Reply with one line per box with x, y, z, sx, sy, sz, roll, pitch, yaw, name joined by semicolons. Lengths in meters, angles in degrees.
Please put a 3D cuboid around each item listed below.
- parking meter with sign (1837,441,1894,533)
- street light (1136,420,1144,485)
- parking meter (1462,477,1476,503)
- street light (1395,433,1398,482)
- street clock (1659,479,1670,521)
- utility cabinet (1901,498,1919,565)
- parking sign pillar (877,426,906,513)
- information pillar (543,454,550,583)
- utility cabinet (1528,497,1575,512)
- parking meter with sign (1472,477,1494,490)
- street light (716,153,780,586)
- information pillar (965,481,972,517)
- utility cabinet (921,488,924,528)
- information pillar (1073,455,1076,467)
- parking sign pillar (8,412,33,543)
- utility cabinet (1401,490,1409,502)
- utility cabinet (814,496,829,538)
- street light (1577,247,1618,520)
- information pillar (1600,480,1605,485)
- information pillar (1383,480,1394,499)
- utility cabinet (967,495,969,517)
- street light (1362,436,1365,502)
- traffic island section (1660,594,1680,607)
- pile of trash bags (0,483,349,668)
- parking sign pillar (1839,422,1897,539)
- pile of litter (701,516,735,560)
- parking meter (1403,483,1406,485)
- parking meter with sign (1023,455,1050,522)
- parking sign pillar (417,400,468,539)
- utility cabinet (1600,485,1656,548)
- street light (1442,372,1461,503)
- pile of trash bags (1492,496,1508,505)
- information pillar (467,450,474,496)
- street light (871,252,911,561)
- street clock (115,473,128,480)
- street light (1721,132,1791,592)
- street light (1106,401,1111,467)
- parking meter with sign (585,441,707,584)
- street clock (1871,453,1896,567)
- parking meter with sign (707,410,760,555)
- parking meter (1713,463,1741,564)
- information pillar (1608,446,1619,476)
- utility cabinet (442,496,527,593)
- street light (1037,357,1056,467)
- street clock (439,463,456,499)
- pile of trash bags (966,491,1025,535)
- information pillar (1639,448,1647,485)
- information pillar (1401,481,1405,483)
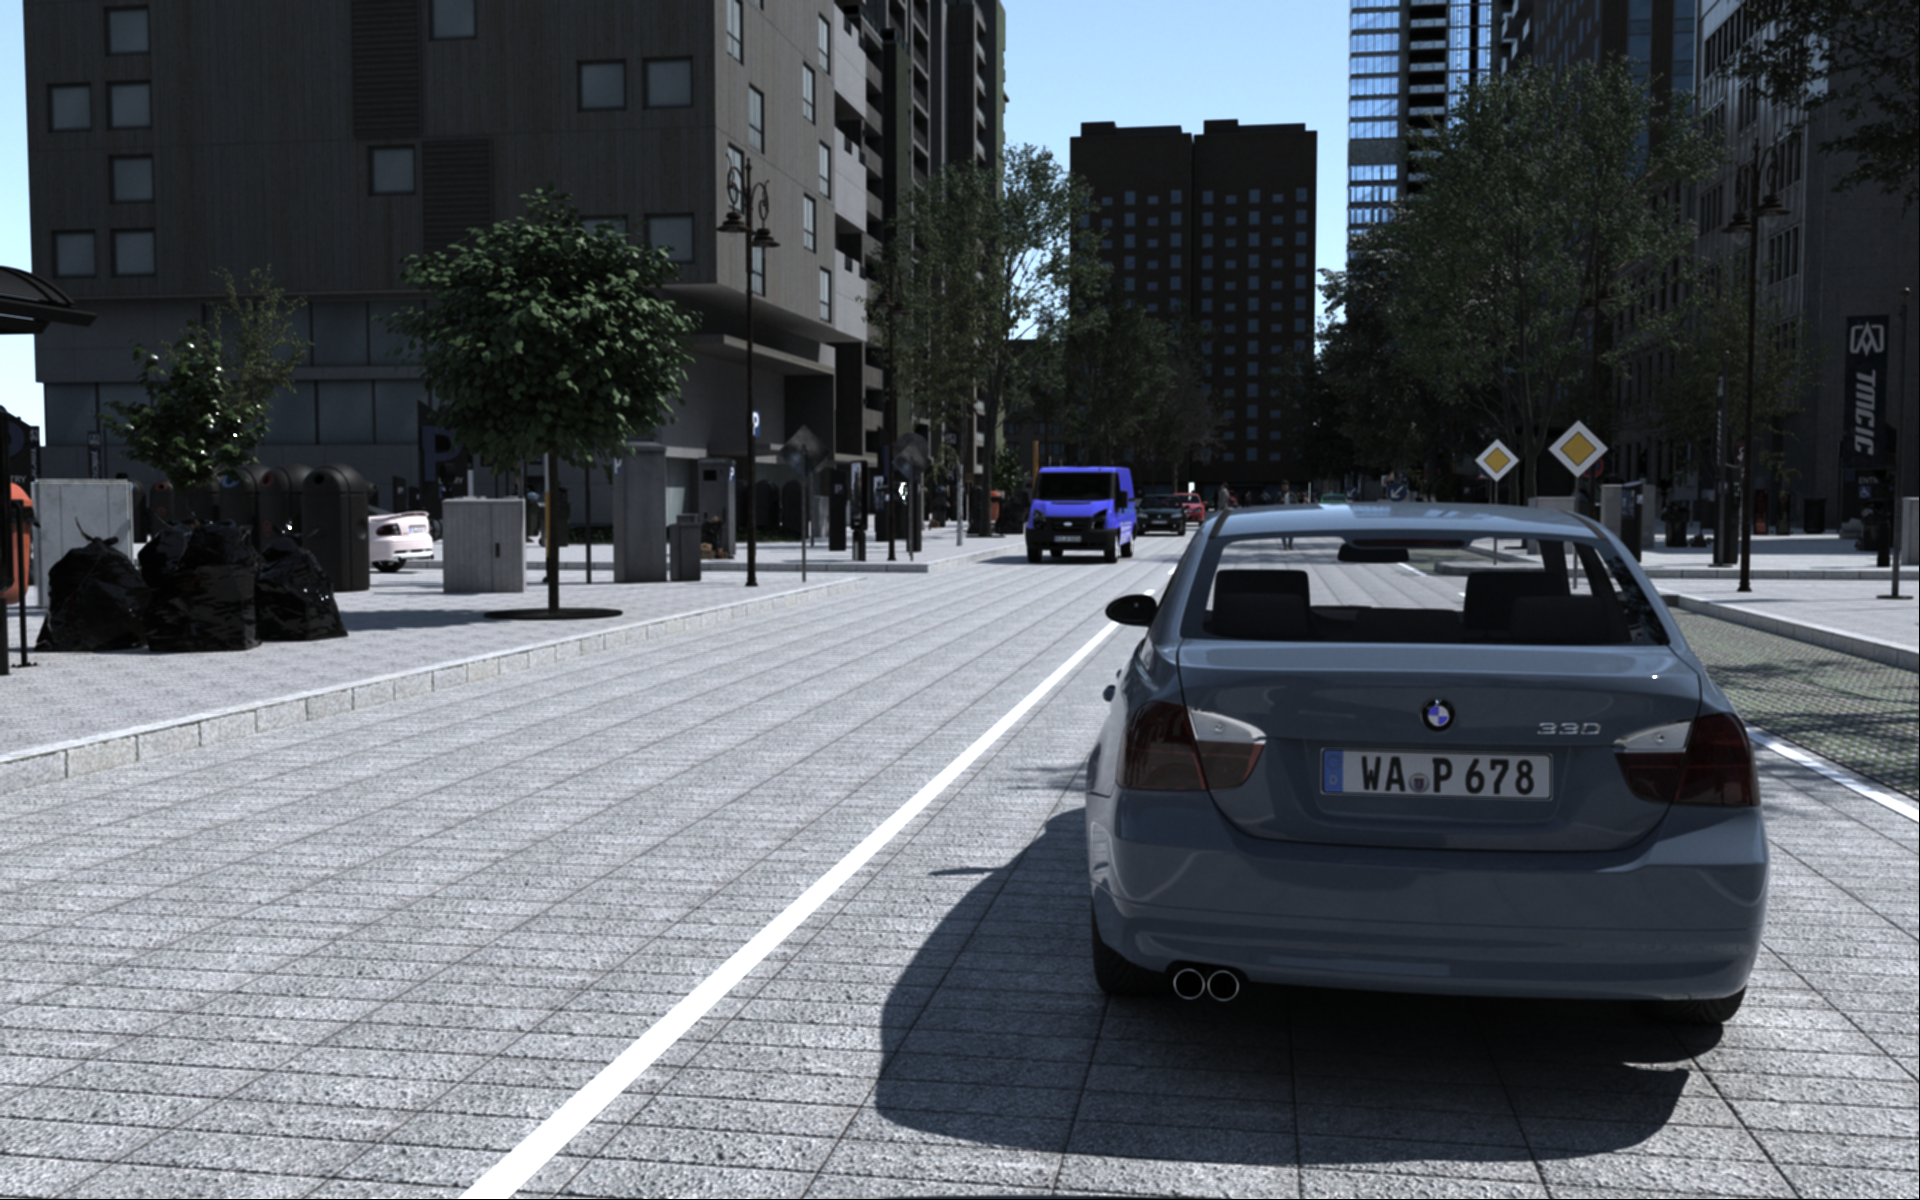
29.629;-3.687;56.538;1.738;3.016;0.543;1;4;23;parking meter with sign
10.982;-8.098;105.184;0.468;5.910;1.993;1;4;10;street light
17.107;-3.215;58.269;0.399;1.863;0.255;3;4;36;parking meter
20.214;-6.572;80.240;0.468;5.910;1.993;1;4;10;street light
33.511;-4.764;82.454;0.471;2.002;0.358;1;4;15;street clock
17.604;-1.233;31.317;1.020;1.237;0.306;0;4;-1;utility cabinet
-2.625;-4.930;69.072;1.447;3.967;1.447;-2;4;-30;parking sign pillar
-5.954;-2.058;25.003;0.183;3.616;0.504;-1;4;-15;information pillar
12.519;-1.563;36.715;1.020;1.237;0.306;-1;4;-23;utility cabinet
23.664;-5.076;79.247;1.738;3.016;0.543;-1;4;-15;parking meter with sign
-2.905;-3.130;23.964;0.468;5.910;1.993;1;4;10;street light
0.482;-5.702;97.719;0.304;2.012;0.304;-3;5;-42;information pillar
-1.803;-3.392;64.135;0.318;1.500;1.173;-3;4;-37;utility cabinet
6.856;-6.864;103.585;0.183;3.616;0.504;1;4;19;information pillar
-25.132;-3.489;45.514;1.447;3.967;1.447;-2;4;-29;parking sign pillar
22.951;-4.950;89.618;0.318;1.500;1.173;2;4;30;utility cabinet
-4.132;-2.465;51.459;0.306;1.237;1.020;1;4;15;utility cabinet
11.972;-3.662;32.665;0.468;5.910;1.993;1;4;10;street light
33.092;-5.175;89.098;0.304;2.012;0.304;0;4;-1;information pillar
22.408;-5.245;90.241;0.304;2.012;0.304;-1;4;-22;information pillar
0.042;-5.125;94.955;0.306;1.237;1.020;3;4;39;utility cabinet
24.269;-8.035;104.158;0.468;5.910;1.993;1;4;10;street light
8.340;-0.071;23.438;2.009;0.180;2.903;1;4;10;traffic island section
-6.778;-0.276;14.263;1.912;1.369;3.447;1;4;17;pile of trash bags
26.020;-3.736;49.562;1.447;3.967;1.447;-2;4;-34;parking sign pillar
-5.135;-1.256;34.501;1.176;0.858;1.719;-2;4;-24;pile of litter
23.580;-5.313;92.579;0.255;1.863;0.399;-3;4;-36;parking meter
3.195;-5.019;78.322;1.738;3.016;0.543;0;4;8;parking meter with sign
-14.818;-3.742;49.660;1.447;3.967;1.447;-2;4;-29;parking sign pillar
15.690;-1.958;40.693;1.173;1.500;0.318;0;4;0;utility cabinet
15.994;-5.116;56.435;0.468;5.910;1.993;1;4;10;street light
21.762;-3.606;68.711;3.447;1.369;1.912;0;4;-6;pile of trash bags
-16.764;-4.128;58.847;0.504;3.616;0.183;0;4;4;information pillar
-1.319;-3.702;33.308;0.468;5.910;1.993;1;4;10;street light
-28.729;-3.354;59.415;0.471;2.002;0.358;3;5;39;street clock
10.325;-3.048;22.616;0.468;5.910;1.993;1;4;10;street light
6.903;-6.631;81.201;0.468;5.910;1.993;1;4;10;street light
-4.618;-1.761;25.056;1.738;3.016;0.543;-3;4;-36;parking meter with sign
16.262;-1.582;30.437;0.471;2.002;0.358;2;4;34;street clock
-5.112;-2.457;36.430;1.738;3.016;0.543;1;4;14;parking meter with sign
14.049;-1.590;31.706;0.255;1.863;0.399;-2;4;-32;parking meter
31.698;-5.672;84.091;0.504;3.616;0.183;3;4;37;information pillar
-6.204;-0.699;22.598;1.020;1.237;0.306;0;4;-4;utility cabinet
2.840;-5.154;57.054;0.468;5.910;1.993;1;4;10;street light
-11.958;-2.194;40.448;0.358;2.002;0.471;-3;4;-36;street clock
1.112;-2.784;55.275;1.912;1.369;3.447;0;4;2;pile of trash bags
34.969;-5.953;88.682;0.183;3.616;0.504;-1;4;-18;information pillar
24.539;-5.626;96.471;0.304;2.012;0.304;3;5;44;information pillar
